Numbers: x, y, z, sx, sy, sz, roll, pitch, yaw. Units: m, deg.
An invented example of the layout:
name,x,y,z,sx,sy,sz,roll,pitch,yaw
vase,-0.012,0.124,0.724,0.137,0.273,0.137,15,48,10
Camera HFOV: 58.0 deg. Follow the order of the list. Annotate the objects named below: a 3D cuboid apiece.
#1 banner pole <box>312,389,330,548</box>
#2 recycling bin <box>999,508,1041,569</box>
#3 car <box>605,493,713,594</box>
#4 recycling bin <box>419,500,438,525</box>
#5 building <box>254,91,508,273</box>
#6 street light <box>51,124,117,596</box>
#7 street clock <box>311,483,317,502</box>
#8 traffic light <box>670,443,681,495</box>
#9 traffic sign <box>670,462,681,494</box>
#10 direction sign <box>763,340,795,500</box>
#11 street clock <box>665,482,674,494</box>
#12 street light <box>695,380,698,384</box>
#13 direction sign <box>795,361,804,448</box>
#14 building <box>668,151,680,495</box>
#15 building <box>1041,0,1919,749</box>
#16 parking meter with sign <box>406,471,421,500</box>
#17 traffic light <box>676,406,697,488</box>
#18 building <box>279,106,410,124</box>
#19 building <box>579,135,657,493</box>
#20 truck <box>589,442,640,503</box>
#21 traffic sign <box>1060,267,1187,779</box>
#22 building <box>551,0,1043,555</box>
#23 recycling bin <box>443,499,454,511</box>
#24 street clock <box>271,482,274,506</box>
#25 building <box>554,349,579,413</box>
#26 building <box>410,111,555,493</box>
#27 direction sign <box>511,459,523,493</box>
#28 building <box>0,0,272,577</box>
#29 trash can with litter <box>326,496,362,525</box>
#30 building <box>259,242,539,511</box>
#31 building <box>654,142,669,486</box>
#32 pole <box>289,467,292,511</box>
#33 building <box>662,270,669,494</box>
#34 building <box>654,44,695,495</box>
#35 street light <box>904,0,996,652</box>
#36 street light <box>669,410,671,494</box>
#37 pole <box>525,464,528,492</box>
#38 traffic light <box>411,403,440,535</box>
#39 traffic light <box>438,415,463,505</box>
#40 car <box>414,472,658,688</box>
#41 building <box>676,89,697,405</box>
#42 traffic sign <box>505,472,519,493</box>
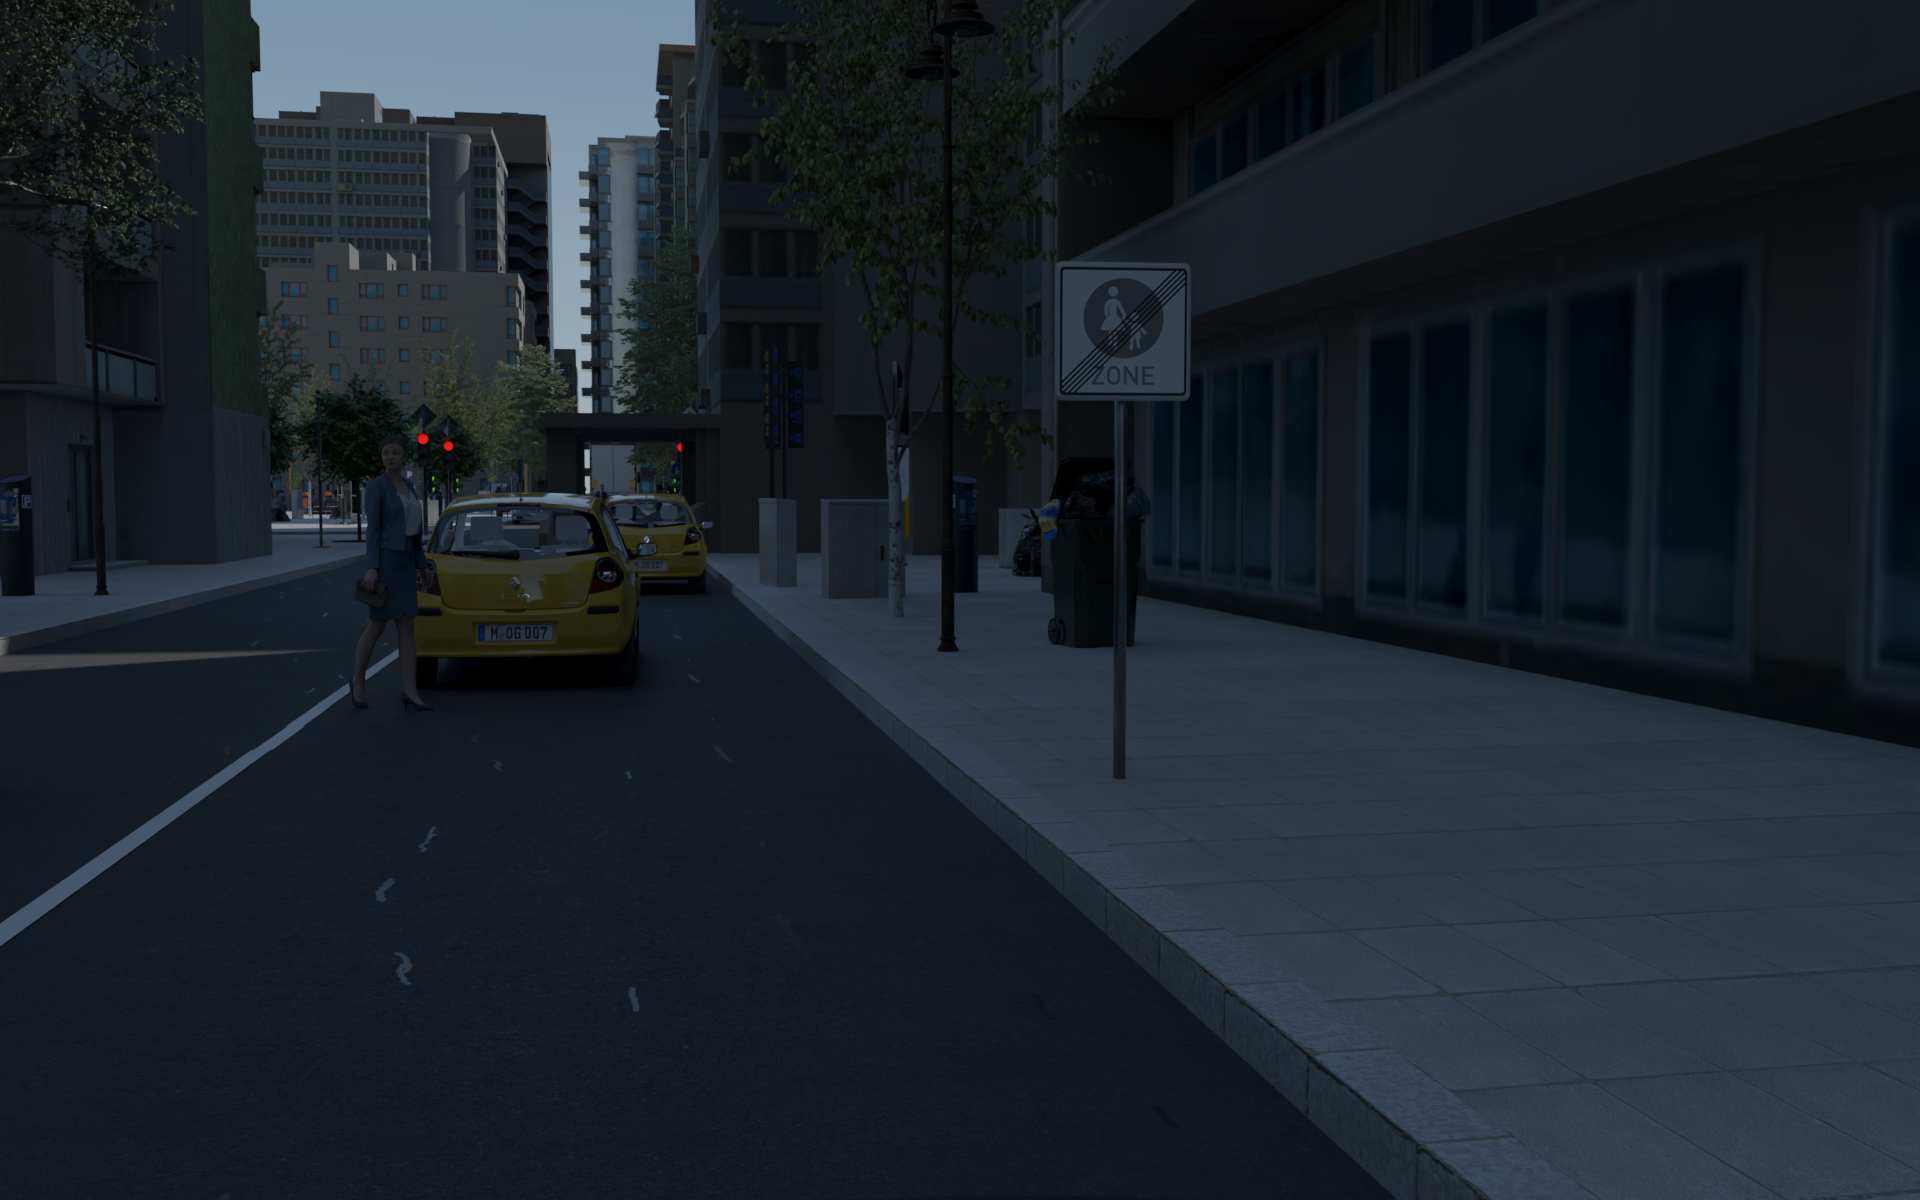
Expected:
name,x,y,z,sx,sy,sz,roll,pitch,yaw
banner pole,-15.205,-3.129,41.179,0.401,3.779,0.863,-2,4,-25
recycling bin,1.098,-1.072,30.075,0.722,1.027,0.722,-1,4,-12
car,-4.737,-0.978,26.210,2.015,1.641,3.980,-1,4,-10
recycling bin,-21.899,-3.575,71.013,0.722,1.027,0.722,2,4,31
building,-58.208,-29.375,172.161,32.217,40.220,23.993,-1,4,-11
street light,-10.888,-2.997,21.797,0.468,5.910,1.993,-1,4,-11
street clock,-43.315,-6.815,116.000,0.471,2.002,0.358,0,4,5
traffic light,-10.158,-4.539,63.128,0.839,4.253,0.868,-1,4,-11
traffic sign,-10.900,-4.127,67.589,0.768,2.556,0.104,0,4,-8
direction sign,-2.820,-2.078,25.971,0.379,3.537,0.876,-1,4,-20
street clock,-17.050,-5.945,101.772,0.471,2.002,0.358,-2,4,-35
street light,-8.151,-5.028,54.988,0.468,5.910,1.993,-1,4,-11
direction sign,-3.008,-2.308,29.726,0.876,3.537,0.379,3,4,37
building,-17.422,-23.055,148.653,14.160,30.474,14.107,-1,4,-11
building,13.526,-23.813,13.051,21.300,48.544,21.600,-1,4,-11
parking meter with sign,-41.468,-8.313,132.185,0.543,3.016,1.738,1,4,17
traffic light,-8.631,-4.059,55.290,0.839,4.253,0.868,-1,4,-11
building,-68.625,-33.435,196.779,14.200,45.320,14.600,-1,4,-11
building,-35.231,-37.480,232.412,30.456,49.044,23.786,-1,4,-11
truck,-19.296,-6.597,96.776,2.839,4.237,11.283,-1,4,-11
traffic sign,0.718,-0.343,7.746,0.606,2.300,0.079,0,4,-7
building,5.901,-21.535,43.975,32.217,40.220,23.993,-1,4,-11
recycling bin,-25.523,-4.542,86.821,0.722,1.027,0.722,-2,4,-23
street clock,-37.737,-5.510,94.653,0.471,2.002,0.358,0,4,-8
building,-65.451,-23.479,228.919,28.899,21.520,27.650,-1,4,-11
building,-54.389,-33.603,199.522,14.200,45.320,14.600,-1,4,-11
direction sign,-29.063,-7.441,113.665,0.379,3.537,0.876,3,4,37
building,-20.148,-21.027,27.391,14.154,41.232,14.086,-1,4,-11
trash can with litter,-25.963,-3.766,72.624,1.678,1.210,2.233,-1,4,-20
building,-50.825,-18.485,147.274,27.650,21.520,28.899,-1,4,-11
building,-28.954,-31.891,205.019,14.154,41.232,14.086,-1,4,-11
pole,-50.343,-8.347,130.322,0.158,3.312,0.155,0,3,0
building,-25.803,-25.651,191.101,14.160,30.474,14.107,-1,4,-11
building,-18.518,-31.535,170.229,22.147,44.769,28.867,-1,4,-11
street light,-0.098,-2.519,13.967,0.468,5.910,1.993,-1,4,-11
street light,-15.943,-7.495,95.337,0.468,5.910,1.993,-1,4,-11
pole,-29.326,-7.544,117.193,0.158,3.312,0.155,0,3,0
traffic light,-16.590,-3.964,53.729,0.839,4.253,0.868,-1,4,-11
traffic light,-18.117,-4.443,61.567,0.839,4.253,0.868,-1,4,-11
car,-3.522,-0.251,14.322,2.015,1.641,3.980,-1,4,-10
building,-13.257,-21.804,128.191,14.160,30.474,14.107,-1,4,-11
traffic sign,-25.290,-5.974,97.776,0.768,2.556,0.104,0,4,-5
